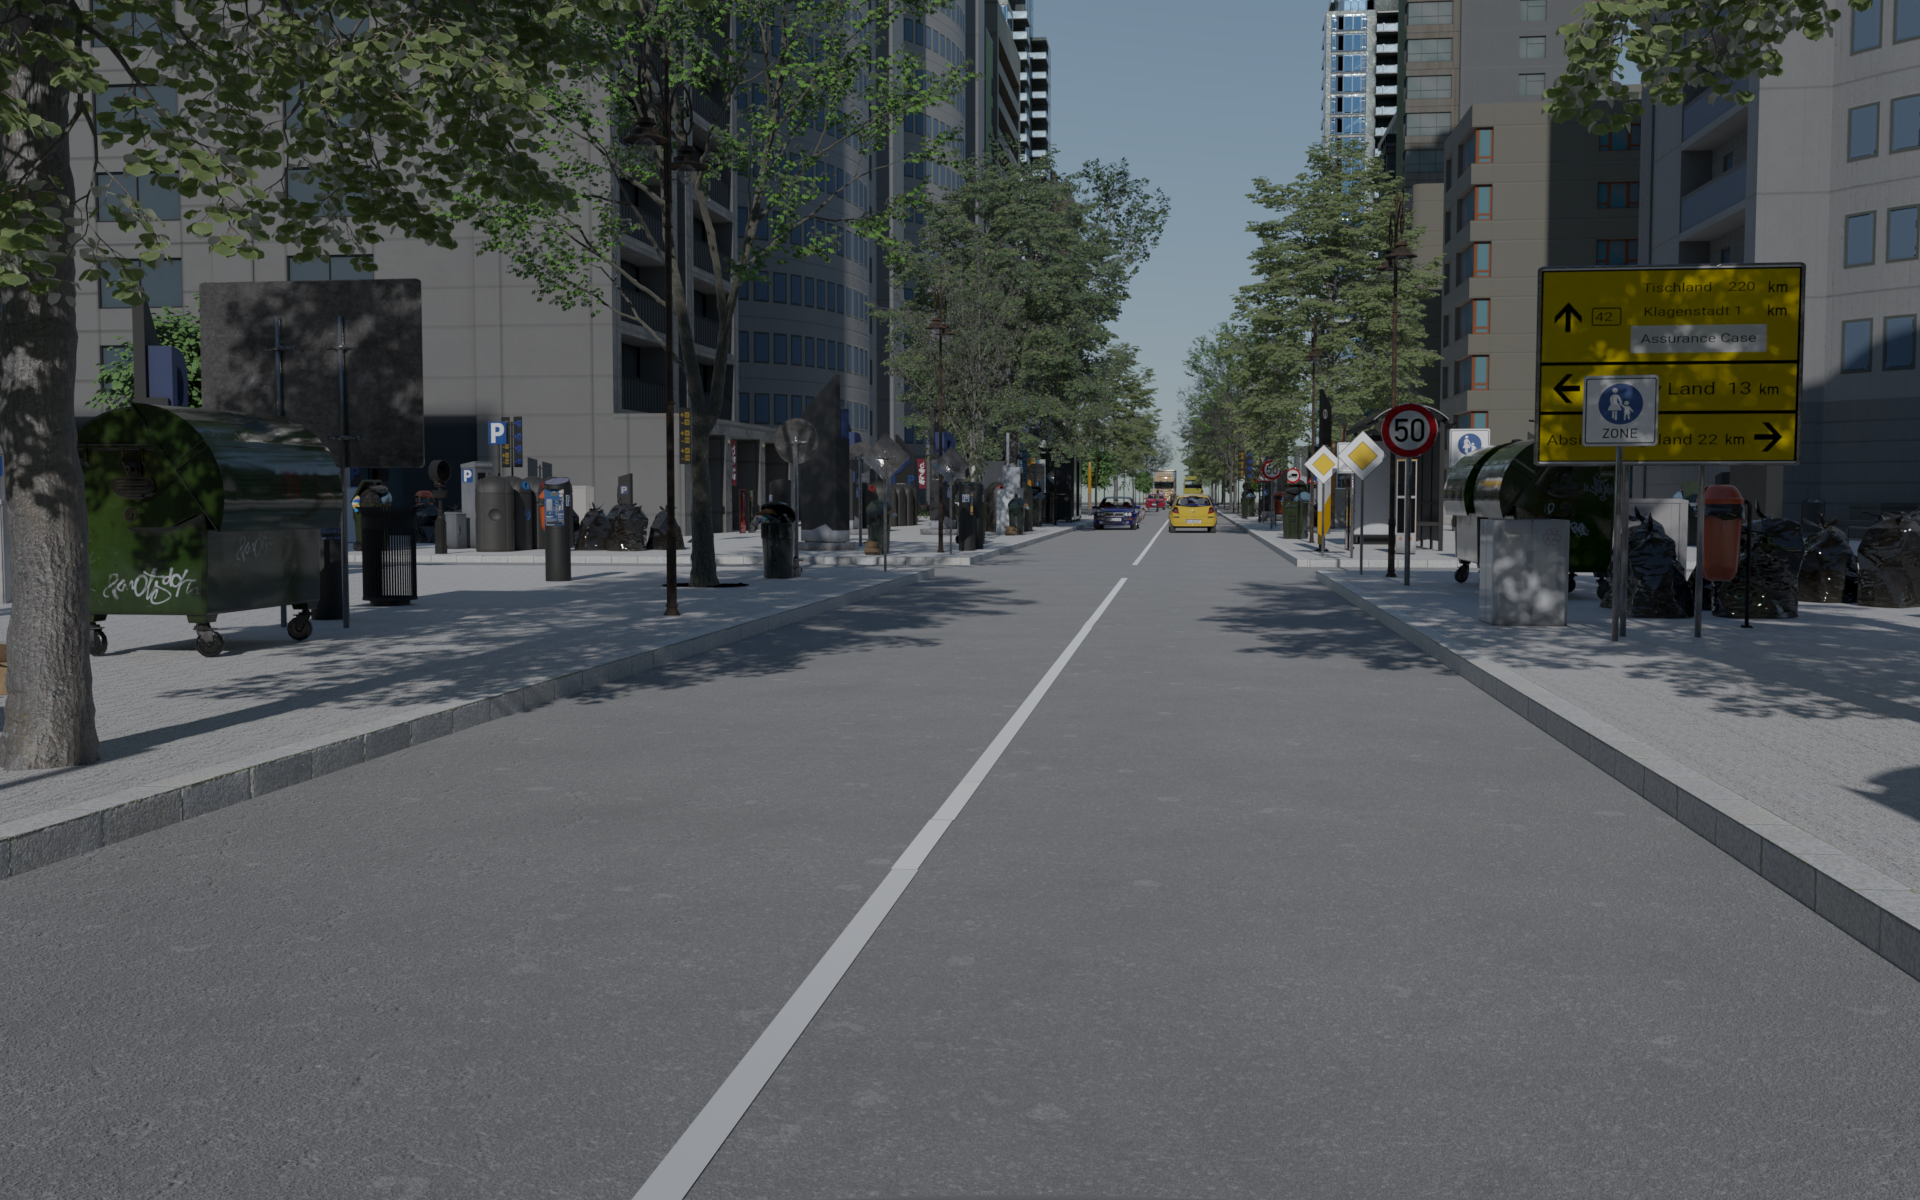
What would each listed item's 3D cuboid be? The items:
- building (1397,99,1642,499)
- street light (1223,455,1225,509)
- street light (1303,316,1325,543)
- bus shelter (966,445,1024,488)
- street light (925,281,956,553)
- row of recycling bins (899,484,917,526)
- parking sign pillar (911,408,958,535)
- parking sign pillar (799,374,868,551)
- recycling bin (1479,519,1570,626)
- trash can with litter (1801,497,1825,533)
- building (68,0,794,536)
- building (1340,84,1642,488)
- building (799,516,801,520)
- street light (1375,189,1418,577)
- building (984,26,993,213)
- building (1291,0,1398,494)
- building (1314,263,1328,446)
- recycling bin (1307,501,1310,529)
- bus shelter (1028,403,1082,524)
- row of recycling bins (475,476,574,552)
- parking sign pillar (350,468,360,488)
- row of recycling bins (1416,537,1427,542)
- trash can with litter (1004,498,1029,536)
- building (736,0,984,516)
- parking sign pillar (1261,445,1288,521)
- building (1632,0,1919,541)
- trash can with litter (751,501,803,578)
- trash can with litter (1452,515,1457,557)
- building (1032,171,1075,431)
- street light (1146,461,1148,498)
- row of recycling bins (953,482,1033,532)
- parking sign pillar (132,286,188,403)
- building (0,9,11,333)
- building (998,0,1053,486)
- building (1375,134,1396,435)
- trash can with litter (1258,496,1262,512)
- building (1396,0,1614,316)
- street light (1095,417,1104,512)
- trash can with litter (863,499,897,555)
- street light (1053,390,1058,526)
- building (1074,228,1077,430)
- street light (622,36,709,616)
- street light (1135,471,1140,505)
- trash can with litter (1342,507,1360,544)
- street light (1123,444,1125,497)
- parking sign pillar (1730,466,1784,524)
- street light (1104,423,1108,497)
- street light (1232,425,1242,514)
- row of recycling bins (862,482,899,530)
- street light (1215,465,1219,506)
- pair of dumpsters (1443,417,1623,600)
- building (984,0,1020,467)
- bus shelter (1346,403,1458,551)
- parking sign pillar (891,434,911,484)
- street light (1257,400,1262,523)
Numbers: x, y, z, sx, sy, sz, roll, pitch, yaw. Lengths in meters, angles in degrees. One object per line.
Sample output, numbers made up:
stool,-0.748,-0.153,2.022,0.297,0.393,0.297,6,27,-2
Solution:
building,38.252,-14.955,89.557,27.650,21.520,28.899,0,4,7
street light,23.400,-11.029,153.111,0.468,5.910,1.993,0,4,7
street light,9.218,-4.431,45.227,0.468,5.910,1.993,0,4,7
bus shelter,1.415,-4.799,72.385,2.014,3.302,5.546,0,4,7
street light,-0.422,-3.973,37.747,0.468,5.910,1.993,0,4,7
row of recycling bins,-2.496,-3.816,69.507,1.069,1.692,3.534,1,4,16
parking sign pillar,-0.539,-4.051,54.708,1.447,3.967,1.447,1,4,20
parking sign pillar,-3.098,-3.132,39.685,1.447,3.967,1.447,-3,5,-43
recycling bin,5.580,-0.282,17.158,0.722,1.027,0.722,0,4,6
trash can with litter,20.451,-1.919,42.438,2.233,1.210,1.678,1,4,20
building,-17.117,-38.147,61.949,20.563,71.187,20.611,0,4,7
building,51.905,-28.542,158.537,32.217,40.220,23.993,0,4,7
building,-15.731,-33.809,94.783,21.231,58.520,28.212,0,4,7
street light,6.669,-3.292,26.612,0.468,5.910,1.993,0,4,7
building,-4.964,-28.403,147.983,14.154,41.232,14.086,0,4,7
building,55.635,-55.764,224.415,22.319,86.520,31.000,0,4,7
building,64.638,-34.278,252.328,32.217,40.220,23.993,0,4,7
recycling bin,12.599,-3.154,64.128,0.722,1.027,0.722,2,4,29
bus shelter,4.396,-6.171,78.536,2.179,5.291,8.768,0,4,7
row of recycling bins,-10.038,-2.003,39.858,1.069,1.692,3.534,1,4,16
parking sign pillar,-37.816,-7.186,105.970,1.447,3.967,1.447,-2,4,-33
row of recycling bins,12.501,-2.518,48.279,1.069,1.692,3.534,1,4,19
trash can with litter,1.743,-2.592,53.764,0.624,1.170,1.055,1,4,16
building,-10.281,-35.771,126.862,21.231,58.520,28.212,0,4,7
parking sign pillar,14.972,-5.743,82.368,1.447,3.967,1.447,-2,4,-34
building,37.580,-31.174,51.692,28.212,58.520,21.231,0,4,7
trash can with litter,-2.780,-0.930,26.588,0.624,1.170,1.055,1,4,8
trash can with litter,10.388,-1.430,34.768,0.624,1.170,1.055,-2,4,-27
building,8.800,-36.341,244.280,14.600,45.320,14.200,0,4,7
street light,24.458,-15.568,227.321,0.468,5.910,1.993,0,4,7
row of recycling bins,0.868,-3.158,58.751,3.534,1.692,1.069,-2,4,-32
parking sign pillar,-10.681,-2.124,23.204,1.447,3.967,1.447,-1,4,-14
building,-55.071,-23.119,69.879,23.993,40.220,32.217,0,4,7
building,1.424,-55.570,221.239,22.319,86.520,31.000,0,4,7
building,40.885,-22.587,141.001,14.160,30.474,14.107,0,4,7
trash can with litter,19.445,-6.013,109.699,1.055,1.170,0.624,-1,4,-15
building,38.774,-27.092,126.541,14.154,41.232,14.086,0,4,7
street light,8.075,-7.926,102.378,0.468,5.910,1.993,0,4,7
trash can with litter,-1.710,-1.549,36.711,0.624,1.170,1.055,0,4,6
street light,3.887,-5.974,70.455,0.468,5.910,1.993,0,4,7
building,10.116,-35.179,258.770,14.154,41.232,14.086,0,4,7
street light,-3.046,-2.774,18.139,0.468,5.910,1.993,0,4,7
street light,20.297,-13.615,195.394,0.468,5.910,1.993,0,4,7
trash can with litter,10.432,-2.036,44.681,1.055,1.170,0.624,-1,4,-14
street light,13.735,-10.530,144.950,0.468,5.910,1.993,0,4,7
parking sign pillar,17.688,-3.057,38.461,1.447,3.967,1.447,-1,4,-11
street light,9.417,-8.570,112.909,0.468,5.910,1.993,0,4,7
street light,17.632,-8.364,109.542,0.468,5.910,1.993,0,4,7
row of recycling bins,-3.462,-3.122,58.164,1.069,1.692,3.534,2,4,27
street light,27.615,-12.981,185.030,0.468,5.910,1.993,0,4,7
pair of dumpsters,7.511,-1.247,22.881,1.574,2.255,4.437,0,4,7
building,-5.860,-33.185,166.275,21.300,48.544,21.600,0,4,7
bus shelter,10.402,-2.900,41.340,2.014,3.302,5.546,0,4,7
parking sign pillar,-2.575,-5.459,77.719,1.447,3.967,1.447,-3,4,-38
street light,13.449,-6.411,77.609,0.468,5.910,1.993,0,4,7
